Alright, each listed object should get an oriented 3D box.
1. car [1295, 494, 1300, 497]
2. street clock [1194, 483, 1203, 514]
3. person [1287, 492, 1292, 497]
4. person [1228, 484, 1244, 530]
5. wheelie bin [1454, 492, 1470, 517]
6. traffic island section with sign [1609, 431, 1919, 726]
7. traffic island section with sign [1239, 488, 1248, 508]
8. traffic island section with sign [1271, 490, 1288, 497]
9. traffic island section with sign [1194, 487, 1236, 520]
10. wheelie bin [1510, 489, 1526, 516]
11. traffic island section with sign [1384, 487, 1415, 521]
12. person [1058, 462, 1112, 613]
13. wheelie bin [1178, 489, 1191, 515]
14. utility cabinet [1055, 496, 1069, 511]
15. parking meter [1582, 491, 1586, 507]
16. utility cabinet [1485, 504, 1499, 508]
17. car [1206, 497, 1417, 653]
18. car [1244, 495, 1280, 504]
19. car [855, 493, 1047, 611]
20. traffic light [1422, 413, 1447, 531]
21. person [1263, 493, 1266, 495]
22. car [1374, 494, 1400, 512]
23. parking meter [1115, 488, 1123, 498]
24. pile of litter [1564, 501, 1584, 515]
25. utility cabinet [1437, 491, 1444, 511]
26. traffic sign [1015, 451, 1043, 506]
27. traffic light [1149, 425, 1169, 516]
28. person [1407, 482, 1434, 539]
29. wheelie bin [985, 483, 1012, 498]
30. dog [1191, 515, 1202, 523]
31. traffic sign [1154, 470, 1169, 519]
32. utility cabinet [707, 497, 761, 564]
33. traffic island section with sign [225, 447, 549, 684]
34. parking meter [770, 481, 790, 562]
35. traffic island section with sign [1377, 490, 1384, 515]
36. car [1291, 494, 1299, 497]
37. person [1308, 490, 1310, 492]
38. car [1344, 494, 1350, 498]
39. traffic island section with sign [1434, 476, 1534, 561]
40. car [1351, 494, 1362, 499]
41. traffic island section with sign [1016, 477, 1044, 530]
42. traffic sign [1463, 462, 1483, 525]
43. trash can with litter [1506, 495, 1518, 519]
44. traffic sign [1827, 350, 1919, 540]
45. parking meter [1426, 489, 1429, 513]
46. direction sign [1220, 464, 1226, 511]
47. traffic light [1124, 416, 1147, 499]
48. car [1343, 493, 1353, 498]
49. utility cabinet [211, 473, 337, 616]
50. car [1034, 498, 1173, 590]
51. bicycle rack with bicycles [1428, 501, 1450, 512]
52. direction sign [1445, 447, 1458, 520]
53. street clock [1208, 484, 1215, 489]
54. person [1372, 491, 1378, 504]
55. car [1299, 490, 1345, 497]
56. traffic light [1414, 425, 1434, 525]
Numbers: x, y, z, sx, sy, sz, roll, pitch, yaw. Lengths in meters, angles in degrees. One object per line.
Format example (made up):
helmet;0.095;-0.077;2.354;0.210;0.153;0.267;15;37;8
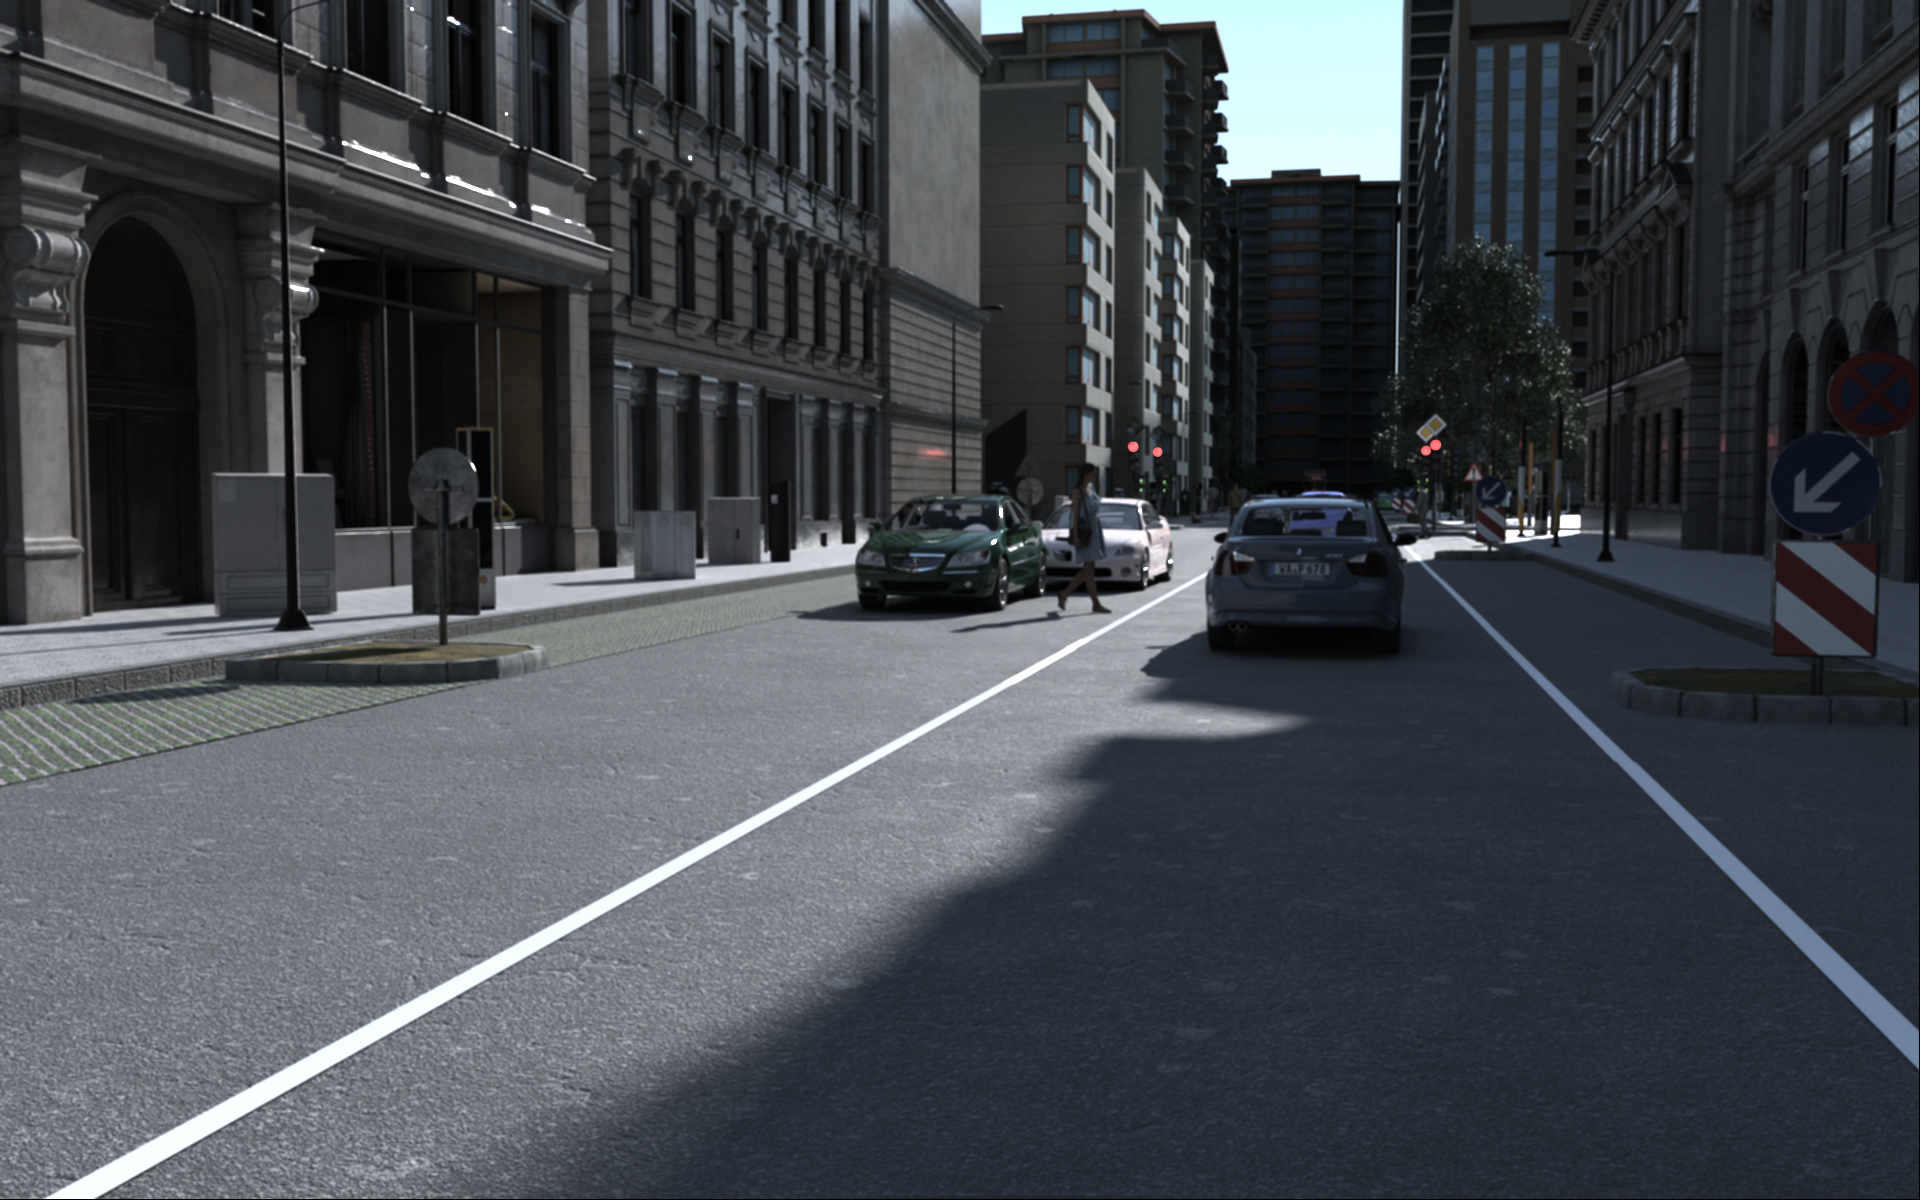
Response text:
car;10.939;-2.543;53.375;2.131;1.459;4.920;1;4;11
street clock;14.991;-6.381;108.903;0.471;2.002;0.358;-1;4;-22
person;41.236;-12.667;216.432;1.217;1.723;0.721;-2;4;-24
person;11.133;-3.751;69.735;0.656;1.842;0.836;-2;4;-33
wheelie bin;27.962;-5.414;96.420;0.980;1.594;0.693;-3;5;-42
traffic island section with sign;5.534;-0.191;11.743;1.989;1.847;2.006;1;4;13
traffic island section with sign;19.830;-6.876;121.043;1.989;1.847;2.006;1;4;13
traffic island section with sign;30.880;-9.854;169.732;1.989;1.847;2.006;1;4;13
traffic island section with sign;13.836;-5.257;94.583;1.989;1.847;2.006;1;4;13
wheelie bin;32.614;-5.705;101.190;0.980;1.594;0.693;-1;4;-15
traffic island section with sign;23.877;-5.141;92.680;1.989;1.847;2.006;1;4;13
person;1.476;-0.753;20.901;0.778;1.811;0.616;3;4;36
wheelie bin;13.672;-5.958;105.316;0.693;1.594;0.980;-1;4;-10
utility cabinet;3.510;-2.958;59.531;0.306;1.237;1.020;1;4;15
parking meter;45.136;-7.139;125.125;0.372;1.533;0.369;0;3;0
utility cabinet;31.451;-5.726;102.298;0.318;1.500;1.173;3;5;42
car;3.455;-0.308;17.034;2.014;1.417;4.499;1;4;14
car;13.880;-4.076;78.651;2.014;1.417;4.499;1;4;14
car;-0.025;-0.680;22.920;2.131;1.459;4.920;1;4;12
traffic light;16.516;-4.367;60.322;0.839;4.253;0.868;1;4;13
person;39.555;-13.208;225.126;0.621;1.740;0.551;-3;5;-39
car;32.224;-7.445;130.516;1.959;1.807;4.718;1;4;13
parking meter;6.732;-3.971;73.341;0.372;1.533;0.369;0;3;0
pile of litter;37.556;-5.570;105.029;1.719;0.858;1.176;3;5;41
utility cabinet;36.764;-7.587;132.724;0.318;1.500;1.173;2;4;32
traffic sign;2.056;-3.188;52.124;0.884;2.594;0.081;1;4;19
traffic light;8.075;-4.983;70.400;0.839;4.253;0.868;1;4;13
person;14.764;-2.863;55.423;0.853;1.813;0.709;2;4;26
wheelie bin;1.025;-2.461;48.153;0.693;1.594;0.980;2;4;29
dog;11.486;-3.925;84.374;0.550;0.427;0.748;-2;4;-33
traffic sign;10.451;-5.493;89.923;0.768;2.556;0.104;1;4;20
utility cabinet;-4.176;-1.273;31.981;1.020;1.237;0.306;2;4;30
traffic island section with sign;-4.446;-0.326;13.956;1.989;1.847;2.006;1;4;13
parking meter;-3.407;-1.494;32.831;0.372;1.533;0.369;0;3;0
traffic island section with sign;29.897;-6.765;119.227;1.989;1.847;2.006;1;4;13
car;32.367;-9.391;165.335;2.131;1.459;4.920;1;4;14
person;36.531;-10.547;181.084;0.705;1.807;1.348;0;4;2
car;20.719;-5.094;95.083;2.131;1.459;4.920;1;4;13
traffic island section with sign;11.483;-1.799;38.036;1.989;1.847;2.006;1;4;13
car;43.316;-11.132;190.804;1.959;1.807;4.718;1;4;13
traffic island section with sign;1.605;-1.959;40.651;1.989;1.847;2.006;1;4;13
traffic sign;21.051;-4.341;70.986;0.884;2.594;0.081;1;4;18
trash can with litter;28.692;-4.888;90.984;2.233;1.210;1.678;0;4;-5
traffic sign;8.134;-0.939;15.461;0.768;2.556;0.104;1;4;19
parking meter;32.414;-7.029;120.627;0.399;1.863;0.255;2;4;33
direction sign;19.791;-8.467;130.436;0.379;3.537;0.876;-1;4;-19
traffic light;6.309;-4.507;62.611;0.839;4.253;0.868;1;4;13
car;25.348;-6.481;115.001;2.155;1.783;4.494;1;4;14
utility cabinet;-7.248;-0.590;18.332;1.173;1.500;0.318;-2;4;-33
car;2.251;-0.923;27.451;2.083;1.381;4.827;1;4;14
bicycle rack with bicycles;35.410;-6.965;127.255;2.925;0.926;2.852;0;4;-4
direction sign;23.864;-5.636;84.139;0.876;3.537;0.379;-2;4;-32
street clock;18.992;-7.721;130.815;0.471;2.002;0.358;0;3;0
person;37.622;-9.053;157.073;0.434;1.755;0.990;2;4;29
car;9.579;-2.220;45.887;1.945;1.707;3.694;1;4;11
traffic light;18.282;-4.843;68.111;0.839;4.253;0.868;1;4;13
